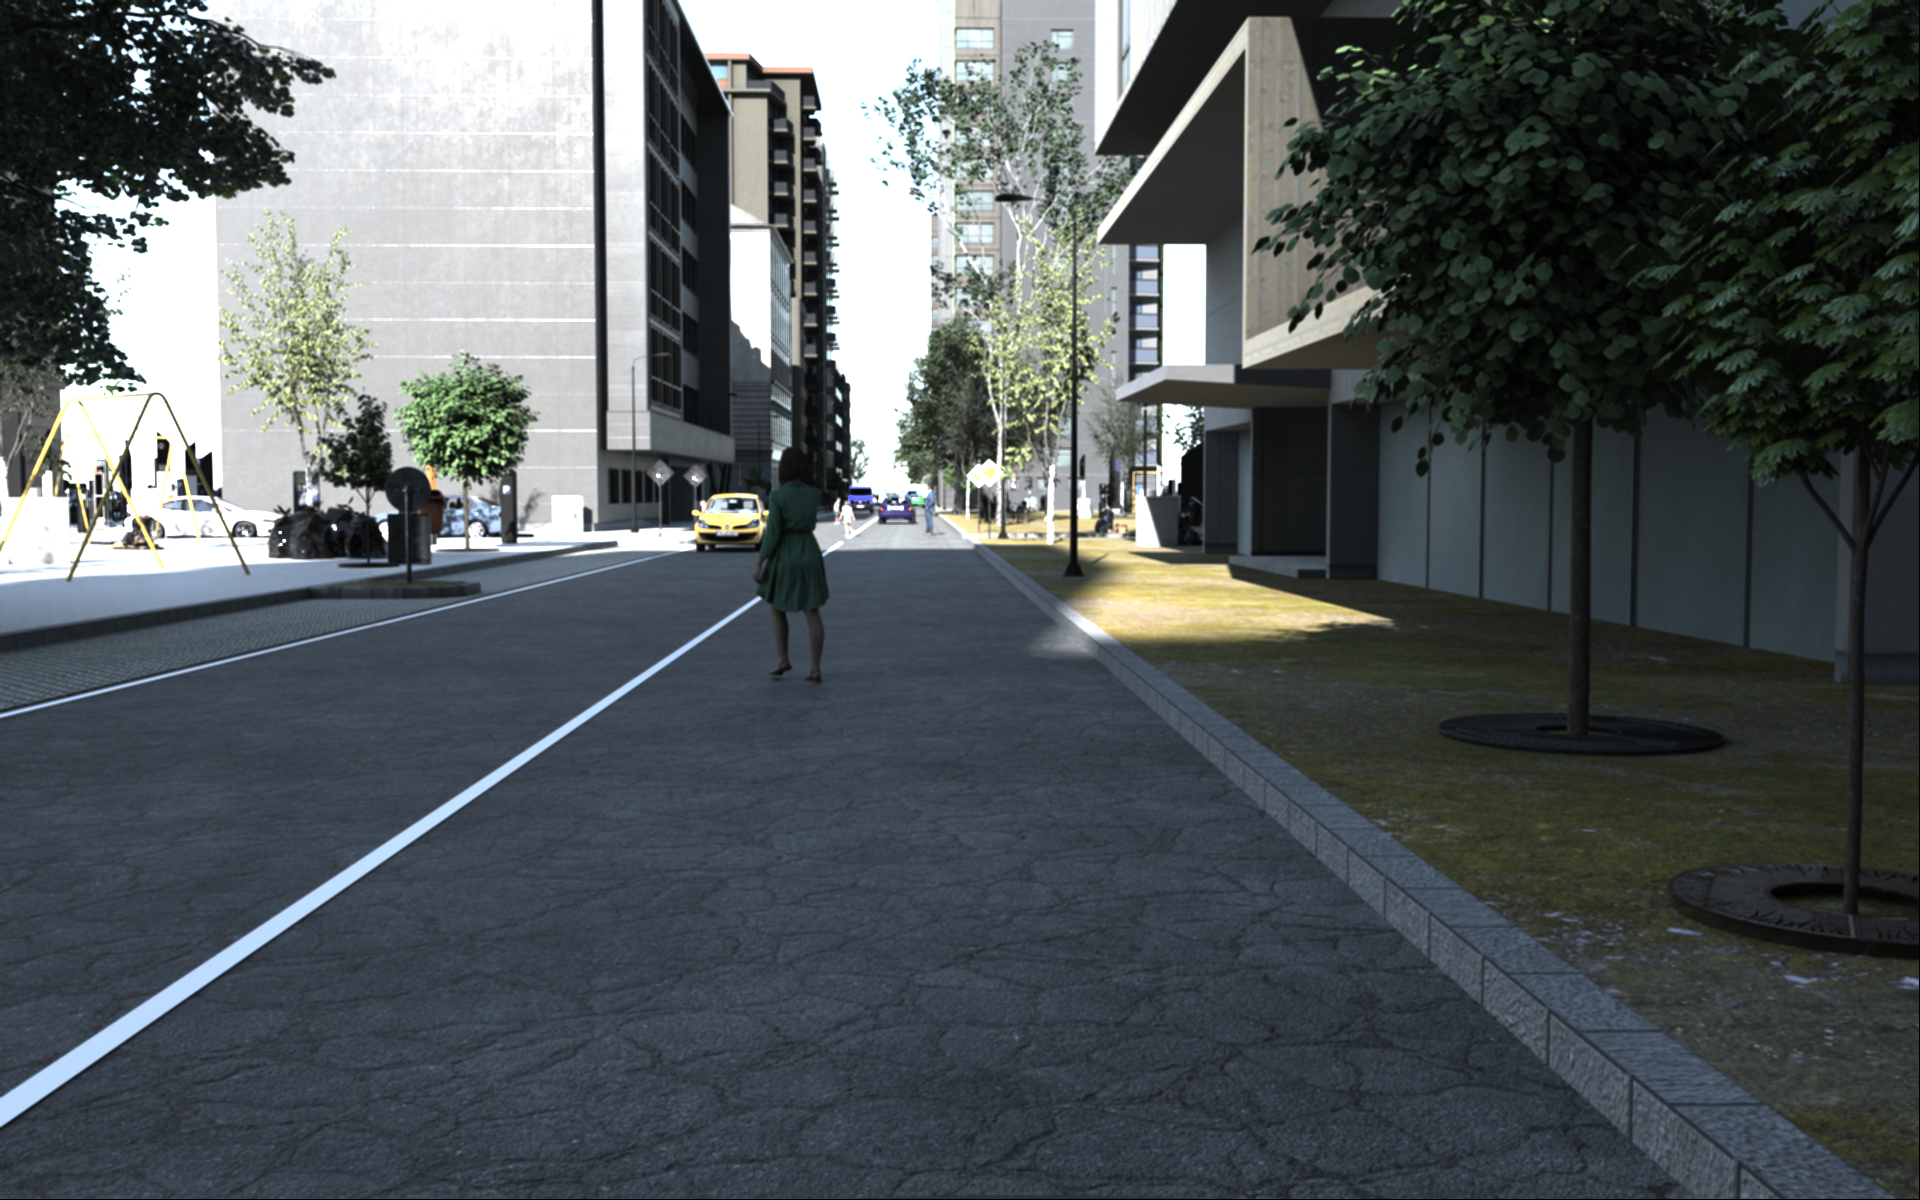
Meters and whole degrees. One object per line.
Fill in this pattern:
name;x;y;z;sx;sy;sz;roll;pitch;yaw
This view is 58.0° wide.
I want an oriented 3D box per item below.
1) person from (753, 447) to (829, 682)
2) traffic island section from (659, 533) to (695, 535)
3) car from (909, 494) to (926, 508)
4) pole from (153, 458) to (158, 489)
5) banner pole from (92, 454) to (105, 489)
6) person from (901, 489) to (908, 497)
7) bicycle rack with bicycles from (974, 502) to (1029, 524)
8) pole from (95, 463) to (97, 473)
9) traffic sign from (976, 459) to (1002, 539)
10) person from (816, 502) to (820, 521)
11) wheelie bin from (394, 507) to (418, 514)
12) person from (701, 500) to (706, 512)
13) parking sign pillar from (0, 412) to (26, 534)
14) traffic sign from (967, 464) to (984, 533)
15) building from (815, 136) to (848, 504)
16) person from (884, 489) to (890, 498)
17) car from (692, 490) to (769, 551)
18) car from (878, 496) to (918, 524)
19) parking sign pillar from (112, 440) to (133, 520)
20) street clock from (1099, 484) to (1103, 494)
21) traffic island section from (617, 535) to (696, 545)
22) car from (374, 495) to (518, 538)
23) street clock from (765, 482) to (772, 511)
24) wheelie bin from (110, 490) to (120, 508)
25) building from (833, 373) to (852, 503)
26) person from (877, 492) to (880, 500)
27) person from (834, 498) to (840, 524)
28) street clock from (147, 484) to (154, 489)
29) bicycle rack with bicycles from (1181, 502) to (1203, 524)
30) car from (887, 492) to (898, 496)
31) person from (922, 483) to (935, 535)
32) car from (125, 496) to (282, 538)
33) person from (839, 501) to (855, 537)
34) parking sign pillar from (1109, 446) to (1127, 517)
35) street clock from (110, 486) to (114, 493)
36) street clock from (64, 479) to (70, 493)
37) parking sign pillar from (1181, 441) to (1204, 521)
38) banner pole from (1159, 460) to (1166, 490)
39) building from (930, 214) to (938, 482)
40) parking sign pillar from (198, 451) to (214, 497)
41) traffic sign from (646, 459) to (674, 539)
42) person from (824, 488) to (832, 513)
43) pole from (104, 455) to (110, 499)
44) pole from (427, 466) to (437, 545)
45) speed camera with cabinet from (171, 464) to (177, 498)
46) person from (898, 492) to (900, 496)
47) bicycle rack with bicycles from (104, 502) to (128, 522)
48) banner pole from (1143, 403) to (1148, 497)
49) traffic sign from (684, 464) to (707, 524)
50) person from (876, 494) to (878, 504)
person;-1.268;-0.279;13.308;0.600;1.795;0.529;-3;5;-41
traffic island section;-8.789;-2.153;57.475;2.009;0.180;2.903;0;4;-2
car;-4.477;-10.387;178.625;1.959;1.807;4.718;0;4;-3
pole;-44.922;-6.297;96.806;0.158;3.312;0.155;0;3;0
banner pole;-53.775;-7.219;108.053;0.863;3.779;0.401;-1;4;-9
person;-4.004;-7.061;124.302;0.623;1.781;0.721;1;4;13
bicycle rack with bicycles;1.740;-3.781;75.205;2.852;0.926;2.925;1;4;18
pole;-57.365;-7.418;115.126;0.158;3.312;0.155;0;3;0
traffic sign;0.842;-2.815;49.665;0.795;2.450;0.064;0;4;-2
person;-7.426;-4.828;87.556;0.853;1.813;0.709;3;5;40
wheelie bin;-15.441;-2.494;48.685;0.980;1.594;0.693;-1;4;-19
person;-8.856;-2.868;60.408;0.382;1.210;0.505;-2;4;-27
parking sign pillar;-31.353;-4.172;56.690;1.447;3.967;1.447;-1;4;-8
traffic sign;0.625;-3.303;57.647;0.795;2.450;0.064;0;4;-2
building;-27.308;-37.397;231.049;23.786;49.044;30.456;0;4;-2
person;-5.390;-7.255;127.472;0.721;1.781;0.623;-2;4;-24
car;-5.807;-2.099;44.540;2.015;1.641;3.980;0;4;-2
car;-3.046;-4.372;84.062;1.945;1.354;3.894;0;4;0
parking sign pillar;-40.984;-5.911;85.113;1.447;3.967;1.447;-2;4;-33
street clock;9.920;-7.140;121.314;0.358;2.002;0.471;1;4;21
traffic island section;-8.573;-1.664;49.492;2.009;0.180;2.903;0;4;-2
car;-16.146;-2.576;54.114;4.499;1.417;2.014;0;4;0
street clock;-11.812;-6.251;106.767;0.358;2.002;0.471;-3;5;-44
wheelie bin;-61.715;-7.256;126.551;0.980;1.594;0.693;3;5;39
building;-30.770;-25.492;261.826;27.650;21.520;28.899;0;4;-2
person;-13.078;-16.326;276.145;0.721;1.735;1.217;3;5;40
person;-5.854;-4.250;82.676;0.352;1.250;0.332;1;4;16
street clock;-60.952;-7.700;130.464;0.358;2.002;0.471;3;5;41
bicycle rack with bicycles;9.477;-3.828;75.971;2.852;0.926;2.925;0;4;5
car;-11.373;-17.152;289.100;2.281;1.827;5.304;0;4;-3
person;-1.064;-3.156;60.278;0.419;1.800;0.721;-1;4;-13
car;-23.295;-2.529;53.714;4.827;1.381;2.083;0;4;0
person;-3.785;-2.727;58.096;0.505;1.210;0.382;-2;4;-35
parking sign pillar;8.660;-6.647;97.144;1.447;3.967;1.447;0;4;-3
street clock;-64.496;-7.764;131.507;0.358;2.002;0.471;1;4;16
street clock;-43.922;-4.916;84.954;0.471;2.002;0.358;-1;4;-16
parking sign pillar;11.360;-5.833;83.844;1.447;3.967;1.447;1;4;22
banner pole;15.071;-8.485;128.748;0.401;3.779;0.863;-2;4;-32
building;2.673;-34.900;254.202;14.154;41.232;14.086;0;4;-2
parking sign pillar;-46.753;-7.238;106.810;1.447;3.967;1.447;3;4;37
traffic sign;-8.550;-2.801;49.431;0.795;2.450;0.064;0;4;-2
person;-9.989;-7.513;130.697;0.648;1.900;0.474;1;4;9
pole;-45.036;-5.971;91.465;0.158;3.312;0.155;0;3;0
pole;-13.258;-3.034;43.452;0.158;3.312;0.155;0;3;0
speed camera with cabinet;-52.542;-7.325;114.095;2.038;3.252;0.660;0;4;-5
person;-9.607;-15.865;268.614;0.721;1.743;1.217;0;4;7
bicycle rack with bicycles;-38.065;-4.038;79.403;2.852;0.926;2.925;1;4;21
banner pole;5.082;-3.522;47.597;0.401;3.779;0.863;0;4;6
traffic sign;-8.766;-3.289;57.414;0.795;2.450;0.064;0;4;-2
person;-11.747;-14.166;243.375;0.557;1.426;1.065;1;4;22
